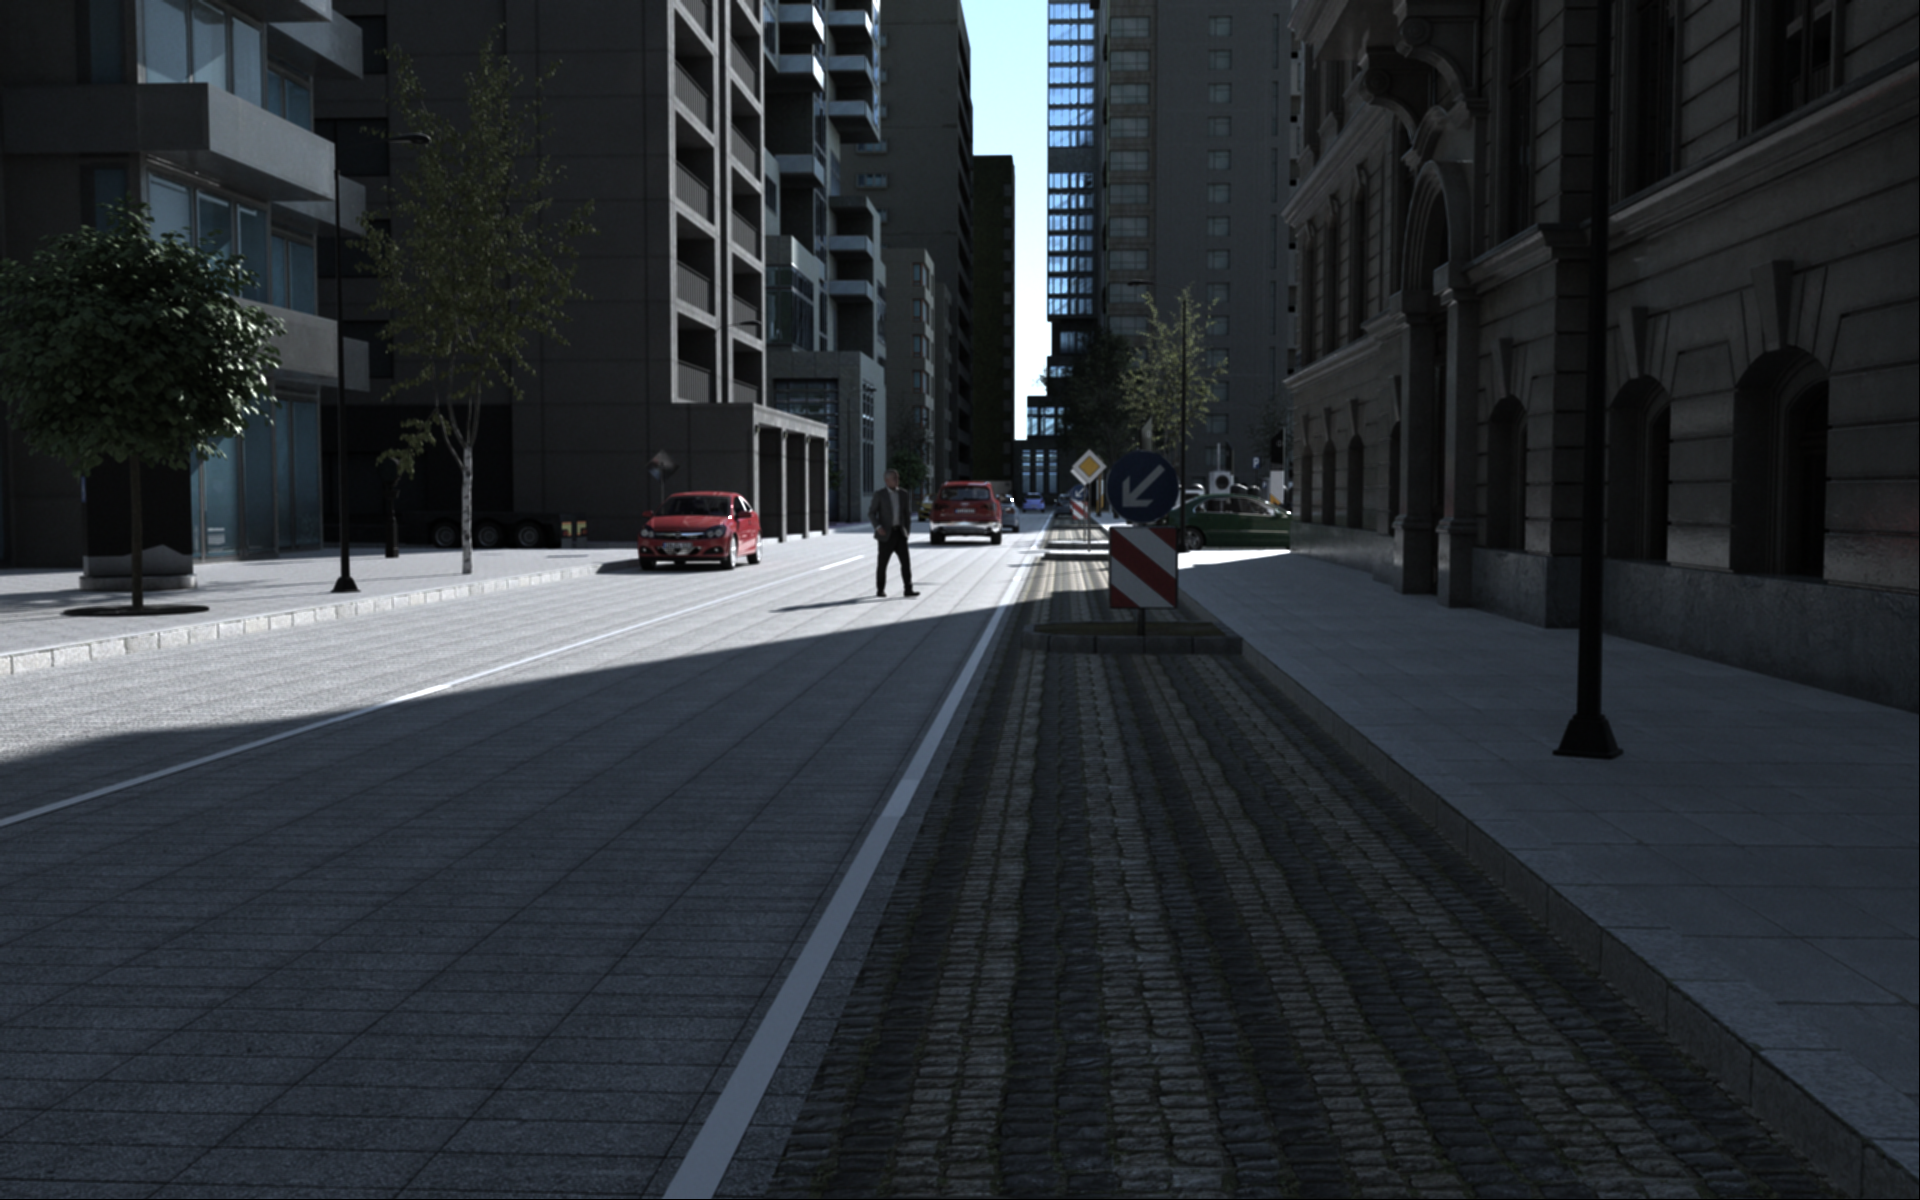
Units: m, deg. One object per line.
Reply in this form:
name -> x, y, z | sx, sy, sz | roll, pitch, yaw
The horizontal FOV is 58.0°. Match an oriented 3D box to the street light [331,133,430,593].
street light -> -7.518, -3.056, 22.501 | 1.470, 5.913, 1.316 | 0, 4, 3

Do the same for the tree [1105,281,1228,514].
tree -> 7.365, -6.747, 60.679 | 4.360, 8.622, 3.978 | 0, 3, 0

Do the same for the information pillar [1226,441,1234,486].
information pillar -> 11.789, -5.166, 75.813 | 0.183, 3.616, 0.504 | -2, 4, -26

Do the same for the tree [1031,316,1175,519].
tree -> 7.928, -9.561, 90.742 | 7.601, 10.594, 8.767 | 2, 4, 33

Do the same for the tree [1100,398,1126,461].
tree -> 11.631, -11.033, 130.744 | 4.737, 8.622, 4.395 | 0, 3, 0

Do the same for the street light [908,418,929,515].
street light -> -2.565, -8.153, 105.848 | 1.470, 5.913, 1.316 | 0, 4, 3

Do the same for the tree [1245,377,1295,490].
tree -> 19.690, -9.671, 108.488 | 4.360, 8.622, 3.978 | 0, 3, 0

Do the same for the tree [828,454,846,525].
tree -> -5.536, -4.740, 72.099 | 1.663, 3.219, 1.824 | 0, 3, 0

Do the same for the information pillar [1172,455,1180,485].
information pillar -> 12.945, -6.882, 103.880 | 0.504, 3.616, 0.183 | 0, 4, 1

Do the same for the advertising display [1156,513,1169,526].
advertising display -> 4.212, -1.883, 35.999 | 0.123, 1.923, 0.974 | 1, 4, 15

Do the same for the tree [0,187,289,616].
tree -> -9.033, -2.139, 18.692 | 4.285, 4.588, 4.351 | 0, 3, 0

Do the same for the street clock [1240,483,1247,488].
street clock -> 18.447, -6.620, 112.806 | 0.471, 2.002, 0.358 | -2, 4, -30

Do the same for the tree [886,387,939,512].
tree -> -3.435, -10.293, 118.652 | 4.360, 8.622, 3.978 | 0, 3, 0

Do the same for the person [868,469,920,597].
person -> -0.902, -0.925, 24.022 | 0.661, 1.777, 0.834 | -3, 4, -36

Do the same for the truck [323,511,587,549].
truck -> -19.098, -3.329, 44.193 | 18.799, 4.110, 2.967 | 0, 4, 3

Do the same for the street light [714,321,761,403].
street light -> -6.036, -4.530, 46.606 | 1.470, 5.913, 1.316 | 0, 4, 3

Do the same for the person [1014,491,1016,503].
person -> 6.354, -11.625, 198.510 | 0.705, 1.831, 1.348 | 0, 4, 2

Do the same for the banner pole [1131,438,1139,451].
banner pole -> 7.905, -5.357, 77.598 | 0.401, 3.779, 0.863 | -3, 5, -43

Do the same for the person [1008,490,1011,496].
person -> 5.172, -10.421, 178.872 | 0.705, 1.826, 1.348 | 1, 4, 18

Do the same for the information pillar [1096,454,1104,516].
information pillar -> 8.080, -6.653, 100.127 | 0.504, 3.616, 0.183 | -2, 4, -35

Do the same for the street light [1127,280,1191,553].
street light -> 4.328, -3.988, 37.742 | 1.470, 5.913, 1.316 | 0, 4, 3

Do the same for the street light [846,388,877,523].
street light -> -4.351, -6.344, 76.260 | 1.470, 5.913, 1.316 | 0, 4, 3

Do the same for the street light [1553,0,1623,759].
street light -> 2.561, -2.194, 8.409 | 1.470, 5.913, 1.316 | 0, 4, 3

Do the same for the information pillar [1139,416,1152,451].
information pillar -> 5.542, -3.689, 51.673 | 0.504, 3.616, 0.183 | -3, 5, -42

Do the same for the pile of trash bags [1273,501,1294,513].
pile of trash bags -> 11.285, -2.692, 53.761 | 3.447, 1.369, 1.912 | 1, 4, 10

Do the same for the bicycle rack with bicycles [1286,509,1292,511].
bicycle rack with bicycles -> 8.108, -2.127, 48.164 | 2.852, 0.926, 2.925 | 0, 4, 4

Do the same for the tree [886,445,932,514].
tree -> -3.510, -7.915, 113.127 | 4.285, 4.588, 4.351 | 0, 3, 0

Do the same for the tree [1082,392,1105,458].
tree -> 9.819, -9.773, 110.150 | 4.360, 8.622, 3.978 | 0, 3, 0

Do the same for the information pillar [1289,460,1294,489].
information pillar -> 22.518, -7.714, 117.486 | 0.504, 3.616, 0.183 | 0, 4, 5

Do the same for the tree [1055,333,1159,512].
tree -> 10.468, -12.506, 122.597 | 7.486, 12.596, 7.792 | 0, 3, 0

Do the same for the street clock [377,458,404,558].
street clock -> -11.472, -1.856, 34.923 | 0.471, 2.002, 0.358 | 1, 4, 13

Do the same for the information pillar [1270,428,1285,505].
information pillar -> 11.228, -4.274, 61.234 | 0.504, 3.616, 0.183 | 2, 4, 27

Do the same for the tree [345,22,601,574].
tree -> -7.926, -4.739, 27.847 | 4.737, 8.622, 4.395 | 0, 3, 0
